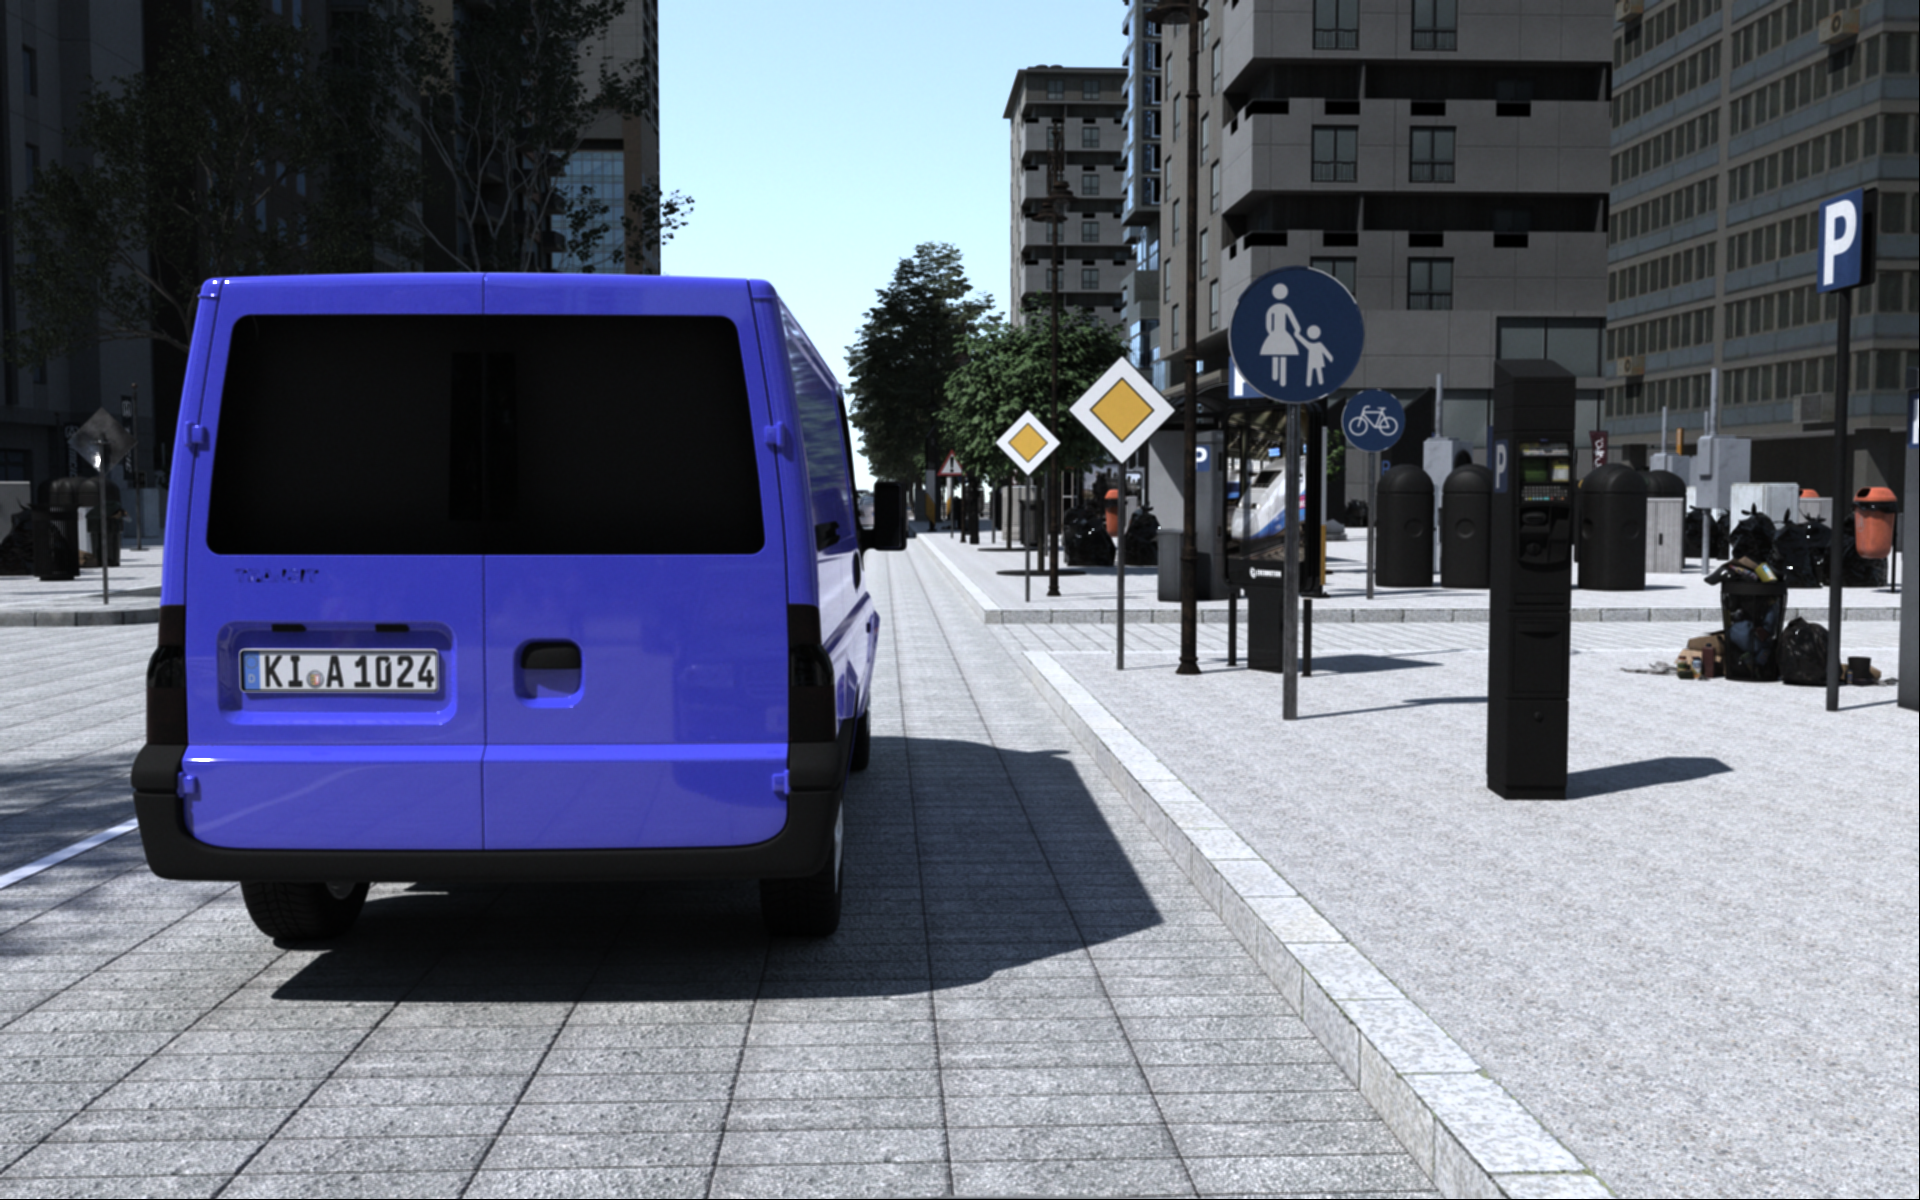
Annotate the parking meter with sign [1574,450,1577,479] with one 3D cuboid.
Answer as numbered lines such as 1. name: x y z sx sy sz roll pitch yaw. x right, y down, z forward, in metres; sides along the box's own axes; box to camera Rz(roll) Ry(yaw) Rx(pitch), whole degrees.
1. parking meter with sign: 23.276 -4.389 68.025 1.738 3.016 0.543 1 4 17

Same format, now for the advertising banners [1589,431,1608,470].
1. advertising banners: 18.408 -3.166 47.948 2.074 3.025 0.090 0 4 -2

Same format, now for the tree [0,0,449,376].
1. tree: -13.073 -5.857 30.179 7.601 10.594 8.767 0 4 8

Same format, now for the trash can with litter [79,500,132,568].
1. trash can with litter: -15.067 -1.156 30.291 0.624 1.170 1.055 1 4 11

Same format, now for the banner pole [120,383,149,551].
1. banner pole: -18.626 -2.994 38.962 0.401 3.779 0.863 0 4 1

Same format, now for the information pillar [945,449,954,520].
1. information pillar: -0.495 -5.767 85.646 0.183 3.616 0.504 -3 4 -39

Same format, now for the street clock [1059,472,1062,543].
1. street clock: 2.742 -2.475 45.044 0.471 2.002 0.358 0 4 8

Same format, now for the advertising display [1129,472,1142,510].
1. advertising display: 4.723 -2.717 49.631 0.974 1.923 0.123 0 4 8

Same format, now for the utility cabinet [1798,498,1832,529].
1. utility cabinet: 14.428 -1.119 29.456 0.306 1.237 1.020 0 4 -7

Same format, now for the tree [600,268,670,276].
1. tree: -15.396 -9.457 80.377 9.928 11.665 9.643 0 3 0

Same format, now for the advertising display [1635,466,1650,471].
1. advertising display: 16.106 -2.166 40.628 0.974 1.923 0.123 -3 5 -41

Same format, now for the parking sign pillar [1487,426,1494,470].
1. parking sign pillar: 15.418 -3.695 48.882 1.447 3.967 1.447 -1 4 -17

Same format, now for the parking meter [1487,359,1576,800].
1. parking meter: 2.418 -0.100 7.346 0.255 1.863 0.399 0 4 3

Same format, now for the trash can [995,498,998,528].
1. trash can: 1.580 -3.347 66.385 0.748 1.137 0.748 0 3 0

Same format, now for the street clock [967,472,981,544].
1. street clock: 0.372 -2.429 44.285 0.358 2.002 0.471 1 4 21

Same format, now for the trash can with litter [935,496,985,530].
1. trash can with litter: -0.132 -3.161 62.739 1.678 1.210 2.233 -1 4 -15

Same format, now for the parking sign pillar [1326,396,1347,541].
1. parking sign pillar: 9.907 -3.611 47.512 1.447 3.967 1.447 -1 4 -22

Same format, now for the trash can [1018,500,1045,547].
1. trash can: 1.777 -1.859 42.045 0.748 1.137 0.748 0 3 0

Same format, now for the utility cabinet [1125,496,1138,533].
1. utility cabinet: 4.484 -2.145 46.232 0.306 1.237 1.020 0 4 -6

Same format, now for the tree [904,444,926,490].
1. tree: -2.692 -10.748 126.094 4.360 8.622 3.978 0 3 0

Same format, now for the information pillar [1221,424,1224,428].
1. information pillar: 7.509 -3.494 48.488 0.183 3.616 0.504 -3 4 -36

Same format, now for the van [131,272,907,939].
1. van: -1.354 -0.175 7.245 2.240 2.365 5.245 0 4 -1

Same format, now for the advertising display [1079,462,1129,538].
1. advertising display: 2.826 -1.782 34.342 0.974 1.923 0.123 -1 4 -20

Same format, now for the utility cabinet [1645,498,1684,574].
1. utility cabinet: 11.228 -1.044 28.234 1.020 1.237 0.306 2 4 26

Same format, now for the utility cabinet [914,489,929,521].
1. utility cabinet: -1.561 -4.470 81.757 1.173 1.500 0.318 -2 4 -25

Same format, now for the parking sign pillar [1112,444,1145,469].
1. parking sign pillar: 6.621 -4.872 68.130 1.447 3.967 1.447 0 4 -4

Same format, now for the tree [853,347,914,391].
1. tree: -6.199 -21.951 214.790 12.611 20.169 13.585 0 3 0

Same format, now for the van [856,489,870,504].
1. van: -8.174 -8.359 143.683 2.013 2.044 4.112 0 4 -2

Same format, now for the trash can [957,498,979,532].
1. trash can: 0.264 -2.899 59.051 0.748 1.137 0.748 0 3 0

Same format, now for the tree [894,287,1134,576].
1. tree: 1.367 -2.693 27.737 4.285 4.588 4.351 0 3 0

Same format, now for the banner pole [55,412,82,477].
1. banner pole: -27.247 -3.845 52.888 0.863 3.779 0.401 -1 4 -17

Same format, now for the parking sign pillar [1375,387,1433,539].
1. parking sign pillar: 11.171 -3.358 43.382 1.447 3.967 1.447 -2 4 -27

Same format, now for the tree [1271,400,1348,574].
1. tree: 5.367 -2.036 27.890 1.663 3.219 1.824 0 3 0

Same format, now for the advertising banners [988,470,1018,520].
1. advertising banners: 2.190 -5.500 86.106 0.090 3.025 2.074 -3 5 -45

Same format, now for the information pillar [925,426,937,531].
1. information pillar: -1.007 -4.159 59.362 0.183 3.616 0.504 2 4 33

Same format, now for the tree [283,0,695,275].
1. tree: -14.574 -12.161 54.721 12.611 20.169 13.585 0 3 0

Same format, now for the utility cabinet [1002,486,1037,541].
1. utility cabinet: 1.665 -2.355 47.184 1.173 1.500 0.318 3 5 44

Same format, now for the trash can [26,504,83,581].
1. trash can: -13.422 -0.860 25.714 0.748 1.137 0.748 0 3 0

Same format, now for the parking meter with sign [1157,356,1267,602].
1. parking meter with sign: 3.072 -1.521 21.137 0.543 3.016 1.738 3 5 41

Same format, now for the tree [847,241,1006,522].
1. tree: -1.447 -9.806 78.463 7.486 12.596 7.792 0 3 0

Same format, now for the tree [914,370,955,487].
1. tree: -1.397 -9.280 102.089 4.737 8.622 4.395 0 3 0

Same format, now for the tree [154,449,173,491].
1. tree: -28.321 -4.198 63.245 1.663 3.219 1.824 0 3 0

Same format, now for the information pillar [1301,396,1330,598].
1. information pillar: 4.369 -1.840 21.436 0.183 3.616 0.504 -2 4 -27

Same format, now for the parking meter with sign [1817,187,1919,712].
1. parking meter with sign: 5.988 -0.848 10.130 1.738 3.016 0.543 0 4 2

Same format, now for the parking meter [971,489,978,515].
1. parking meter: 0.789 -5.148 92.585 0.372 1.533 0.369 0 3 0

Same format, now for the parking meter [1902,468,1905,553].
1. parking meter: 18.310 -1.681 33.201 0.399 1.863 0.255 2 4 32

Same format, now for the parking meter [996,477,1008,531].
1. parking meter: 1.478 -3.364 60.714 0.399 1.863 0.255 0 4 4

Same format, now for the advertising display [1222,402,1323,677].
1. advertising display: 2.238 -0.446 12.499 0.123 1.923 0.974 -2 4 -29

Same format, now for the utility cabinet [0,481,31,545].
1. utility cabinet: -16.823 -1.312 30.133 1.173 1.500 0.318 -2 4 -29

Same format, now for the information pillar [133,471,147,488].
1. information pillar: -26.631 -3.167 56.275 0.304 2.012 0.304 3 5 41

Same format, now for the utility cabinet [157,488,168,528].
1. utility cabinet: -30.109 -3.447 65.044 0.318 1.500 1.173 2 4 29

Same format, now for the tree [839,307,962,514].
1. tree: -2.765 -12.466 110.473 9.857 13.997 8.962 0 3 0

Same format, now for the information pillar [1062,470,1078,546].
1. information pillar: 2.712 -2.343 42.800 0.304 2.012 0.304 2 4 27
